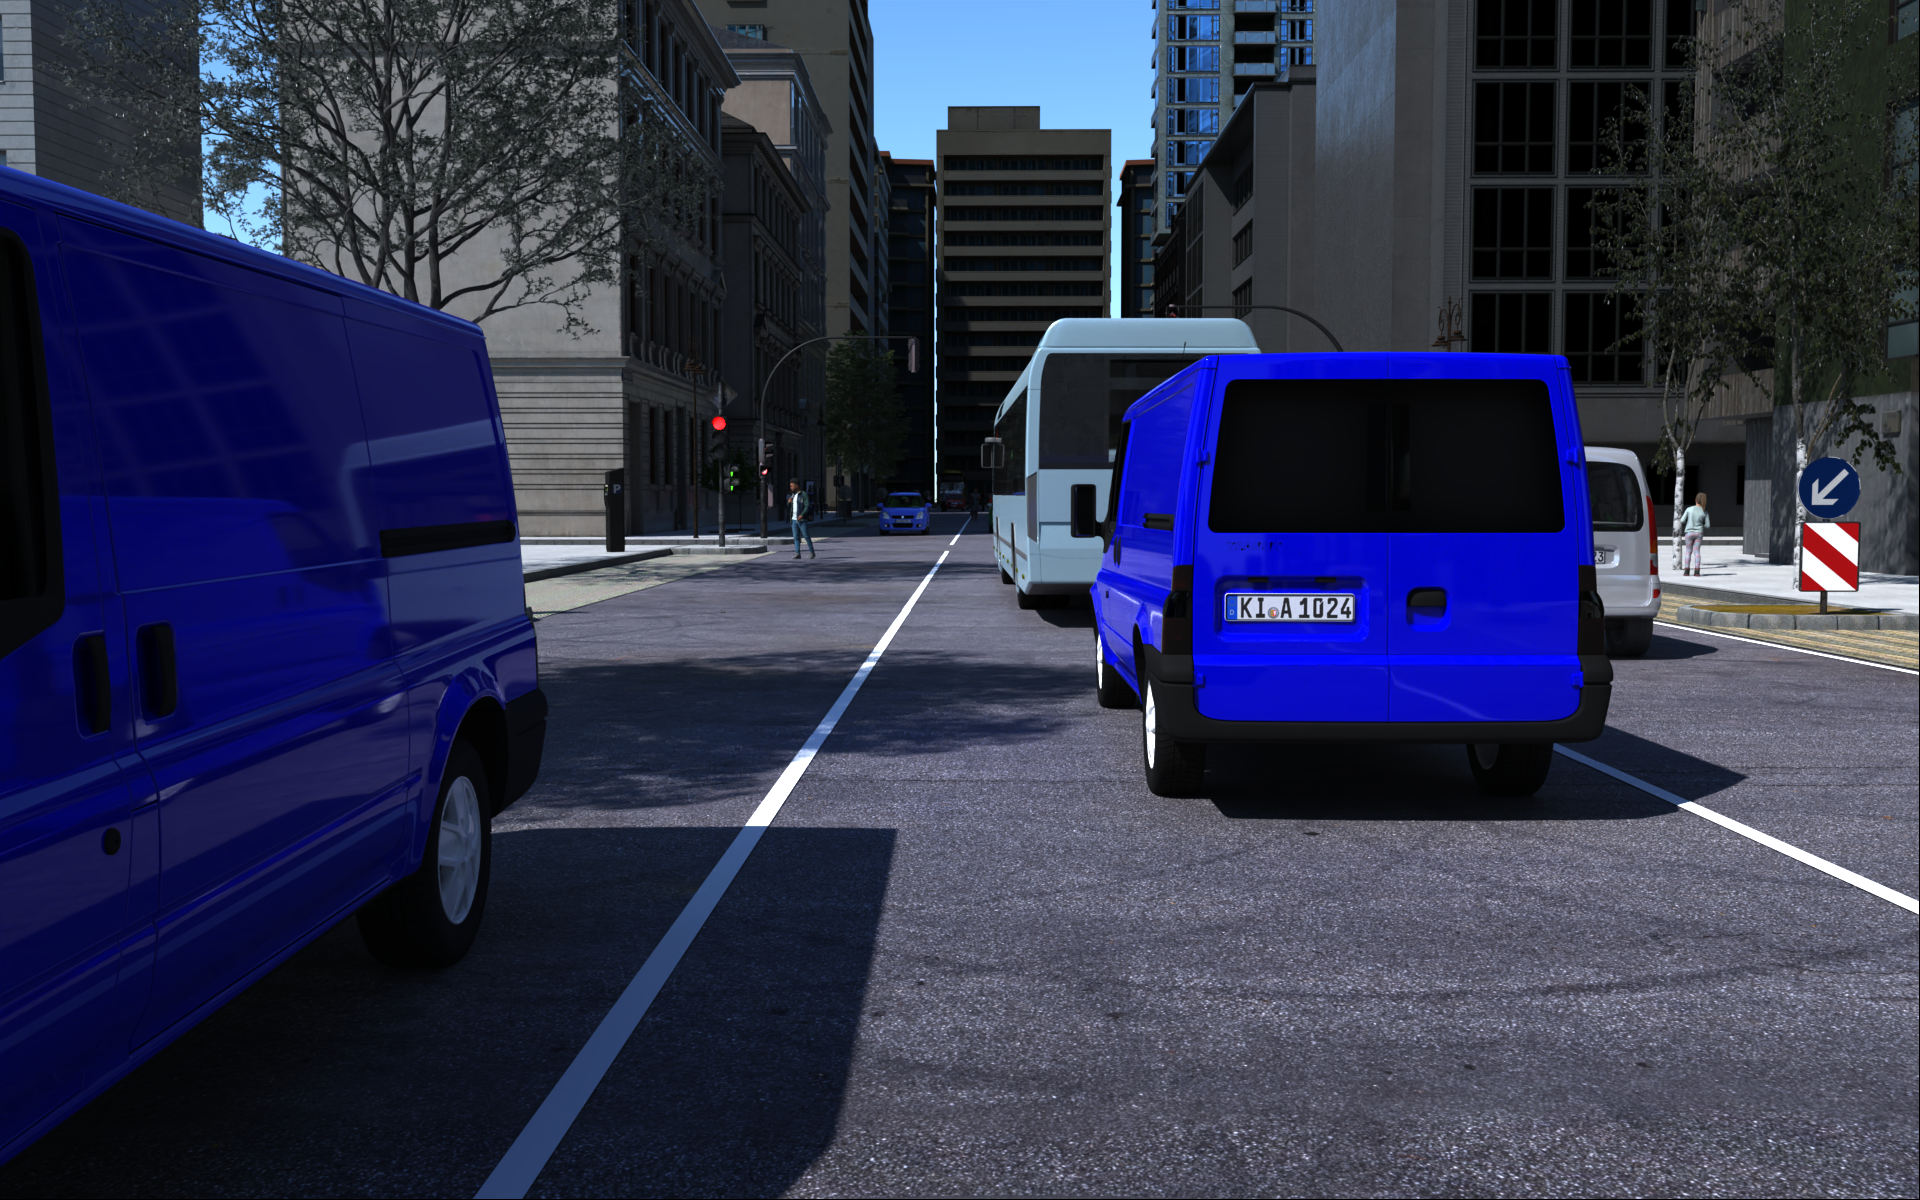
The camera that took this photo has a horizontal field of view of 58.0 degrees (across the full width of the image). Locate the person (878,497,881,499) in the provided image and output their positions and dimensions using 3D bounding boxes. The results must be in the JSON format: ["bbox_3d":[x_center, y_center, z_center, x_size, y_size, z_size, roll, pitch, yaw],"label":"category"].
[{"bbox_3d":[-7.787,-9.827,166.580,0.599,1.838,0.709,0,4,8],"label":"person"}]

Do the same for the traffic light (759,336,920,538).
[{"bbox_3d":[-3.555,-4.607,50.000,4.771,5.953,1.251,0,4,1],"label":"traffic light"}]

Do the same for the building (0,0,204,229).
[{"bbox_3d":[-41.716,-17.039,56.079,29.804,29.767,11.434,0,4,1],"label":"building"}]

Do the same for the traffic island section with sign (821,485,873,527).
[{"bbox_3d":[-4.969,-4.086,75.441,1.989,1.847,2.006,0,4,1],"label":"traffic island section with sign"}]

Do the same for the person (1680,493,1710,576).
[{"bbox_3d":[11.464,-1.024,27.058,0.425,1.301,0.394,0,4,3],"label":"person"}]

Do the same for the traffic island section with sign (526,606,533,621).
[{"bbox_3d":[-5.842,-0.643,19.143,1.989,1.847,2.006,0,4,1],"label":"traffic island section with sign"}]

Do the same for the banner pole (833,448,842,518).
[{"bbox_3d":[-6.652,-6.407,94.779,0.401,3.779,0.863,1,4,22],"label":"banner pole"}]

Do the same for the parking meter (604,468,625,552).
[{"bbox_3d":[-7.649,-1.995,38.330,0.399,1.863,0.255,-2,4,-32],"label":"parking meter"}]

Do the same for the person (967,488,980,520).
[{"bbox_3d":[0.743,-5.202,93.910,0.716,1.782,0.532,0,4,4],"label":"person"}]

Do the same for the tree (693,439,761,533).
[{"bbox_3d":[-7.805,-3.856,57.645,1.663,3.219,1.824,0,3,0],"label":"tree"}]

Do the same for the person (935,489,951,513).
[{"bbox_3d":[-1.268,-7.686,134.159,1.348,1.826,0.705,1,4,23],"label":"person"}]

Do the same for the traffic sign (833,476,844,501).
[{"bbox_3d":[-6.703,-5.732,95.848,0.606,2.300,0.079,0,4,6],"label":"traffic sign"}]

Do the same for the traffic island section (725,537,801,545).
[{"bbox_3d":[-5.688,-1.703,50.132,2.009,0.180,2.903,0,4,1],"label":"traffic island section"}]

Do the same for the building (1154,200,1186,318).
[{"bbox_3d":[20.021,-17.572,116.981,12.332,23.373,15.834,0,4,1],"label":"building"}]

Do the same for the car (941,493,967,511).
[{"bbox_3d":[-0.481,-8.272,144.293,2.155,1.783,4.494,0,4,2],"label":"car"}]

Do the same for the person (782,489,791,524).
[{"bbox_3d":[-7.310,-4.002,74.075,0.523,1.515,0.503,-1,4,-23],"label":"person"}]

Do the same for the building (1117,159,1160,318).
[{"bbox_3d":[33.107,-34.541,219.373,28.867,44.769,22.147,0,4,1],"label":"building"}]

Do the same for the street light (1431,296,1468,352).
[{"bbox_3d":[11.439,-4.149,40.620,0.468,5.910,1.993,0,4,1],"label":"street light"}]

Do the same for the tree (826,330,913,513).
[{"bbox_3d":[-7.207,-12.359,120.202,7.486,12.596,7.792,0,3,0],"label":"tree"}]

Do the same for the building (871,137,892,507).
[{"bbox_3d":[-19.516,-30.082,183.726,23.993,40.220,32.217,0,4,1],"label":"building"}]

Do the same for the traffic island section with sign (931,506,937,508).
[{"bbox_3d":[-3.356,-10.505,180.388,1.989,1.847,2.006,0,4,1],"label":"traffic island section with sign"}]

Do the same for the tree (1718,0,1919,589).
[{"bbox_3d":[11.464,-4.437,22.908,4.360,8.622,3.978,0,3,0],"label":"tree"}]

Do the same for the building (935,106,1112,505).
[{"bbox_3d":[7.829,-36.462,219.851,21.600,48.544,21.300,0,4,1],"label":"building"}]

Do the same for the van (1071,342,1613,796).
[{"bbox_3d":[1.841,-0.337,9.888,2.240,2.365,5.245,0,4,1],"label":"van"}]

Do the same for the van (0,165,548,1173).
[{"bbox_3d":[-2.441,0.046,3.639,2.240,2.365,5.245,0,3,0],"label":"van"}]

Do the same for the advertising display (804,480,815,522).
[{"bbox_3d":[-7.030,-4.621,80.768,0.123,1.923,0.974,1,4,19],"label":"advertising display"}]

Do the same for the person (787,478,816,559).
[{"bbox_3d":[-3.539,-1.794,38.184,0.623,1.781,0.721,2,4,30],"label":"person"}]

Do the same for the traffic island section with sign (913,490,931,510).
[{"bbox_3d":[-3.776,-8.801,152.531,1.989,1.847,2.006,0,4,1],"label":"traffic island section with sign"}]

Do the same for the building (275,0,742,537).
[{"bbox_3d":[-14.884,-13.742,60.833,11.583,22.565,21.152,0,4,1],"label":"building"}]

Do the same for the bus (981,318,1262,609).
[{"bbox_3d":[1.906,-1.828,24.745,2.948,3.499,13.247,0,4,-1],"label":"bus"}]

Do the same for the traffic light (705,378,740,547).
[{"bbox_3d":[-5.771,-3.247,42.012,0.839,4.253,0.868,0,4,1],"label":"traffic light"}]

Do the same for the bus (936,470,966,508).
[{"bbox_3d":[-0.753,-11.586,180.983,2.896,3.916,12.252,0,4,2],"label":"bus"}]

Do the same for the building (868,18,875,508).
[{"bbox_3d":[-15.000,-30.846,154.444,14.600,45.320,14.200,0,4,1],"label":"building"}]

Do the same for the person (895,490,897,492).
[{"bbox_3d":[-6.179,-9.889,168.655,0.541,1.710,0.530,-1,4,-14],"label":"person"}]

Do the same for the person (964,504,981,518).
[{"bbox_3d":[0.738,-5.445,103.023,1.012,1.151,0.738,0,4,6],"label":"person"}]

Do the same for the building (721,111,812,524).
[{"bbox_3d":[-13.196,-13.294,81.978,10.561,19.102,19.286,0,4,1],"label":"building"}]

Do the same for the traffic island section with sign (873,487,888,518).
[{"bbox_3d":[-4.548,-5.735,102.393,1.989,1.847,2.006,0,4,1],"label":"traffic island section with sign"}]

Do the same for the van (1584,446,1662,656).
[{"bbox_3d":[5.276,-0.591,16.678,2.013,2.044,4.112,0,4,2],"label":"van"}]

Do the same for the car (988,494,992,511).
[{"bbox_3d":[3.228,-7.406,129.761,2.281,1.827,5.304,0,4,0],"label":"car"}]

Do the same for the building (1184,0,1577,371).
[{"bbox_3d":[20.833,-16.817,94.023,14.314,24.678,30.058,0,4,1],"label":"building"}]

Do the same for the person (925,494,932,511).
[{"bbox_3d":[-2.572,-8.061,143.490,0.799,1.438,0.628,1,4,17],"label":"person"}]

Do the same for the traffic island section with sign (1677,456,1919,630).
[{"bbox_3d":[9.081,-0.639,19.070,1.989,1.847,2.006,0,4,1],"label":"traffic island section with sign"}]

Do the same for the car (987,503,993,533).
[{"bbox_3d":[1.982,-3.460,65.368,1.959,1.807,4.718,0,4,1],"label":"car"}]

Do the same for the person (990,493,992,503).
[{"bbox_3d":[2.206,-6.224,110.596,0.599,1.781,0.374,0,4,-1],"label":"person"}]

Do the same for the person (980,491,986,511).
[{"bbox_3d":[1.825,-8.209,143.539,0.721,1.723,1.217,2,4,28],"label":"person"}]

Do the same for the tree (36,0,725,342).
[{"bbox_3d":[-8.775,-7.156,27.365,12.009,13.543,11.850,0,3,0],"label":"tree"}]

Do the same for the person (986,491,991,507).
[{"bbox_3d":[3.319,-11.137,191.295,1.217,1.736,0.721,2,4,27],"label":"person"}]

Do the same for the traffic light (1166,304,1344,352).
[{"bbox_3d":[7.296,-4.099,41.686,4.771,5.953,1.251,0,4,1],"label":"traffic light"}]

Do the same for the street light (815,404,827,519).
[{"bbox_3d":[-7.112,-7.099,88.862,0.468,5.910,1.993,0,4,1],"label":"street light"}]

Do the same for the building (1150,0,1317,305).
[{"bbox_3d":[25.559,-51.352,152.278,22.319,86.520,31.000,0,4,1],"label":"building"}]

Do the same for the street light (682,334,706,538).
[{"bbox_3d":[-7.690,-4.739,50.272,0.468,5.910,1.993,0,4,1],"label":"street light"}]

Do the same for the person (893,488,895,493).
[{"bbox_3d":[-6.144,-9.472,160.993,0.705,1.814,1.350,1,4,22],"label":"person"}]

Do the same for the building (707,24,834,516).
[{"bbox_3d":[-14.916,-19.315,101.701,13.634,28.700,20.117,0,4,1],"label":"building"}]

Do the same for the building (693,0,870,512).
[{"bbox_3d":[-18.547,-31.358,136.404,21.300,48.544,21.600,0,4,1],"label":"building"}]

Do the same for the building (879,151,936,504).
[{"bbox_3d":[-17.413,-34.555,219.599,28.867,44.769,22.147,0,4,1],"label":"building"}]

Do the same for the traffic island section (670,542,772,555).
[{"bbox_3d":[-5.811,-1.215,42.148,2.009,0.180,2.903,0,4,1],"label":"traffic island section"}]

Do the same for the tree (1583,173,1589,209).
[{"bbox_3d":[12.358,-4.813,29.057,4.360,8.622,3.978,0,3,0],"label":"tree"}]

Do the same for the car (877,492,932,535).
[{"bbox_3d":[-1.952,-3.166,61.352,1.945,1.707,3.694,0,4,0],"label":"car"}]

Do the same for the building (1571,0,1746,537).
[{"bbox_3d":[27.877,-14.528,56.607,30.058,24.678,14.314,0,4,1],"label":"building"}]

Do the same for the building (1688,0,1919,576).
[{"bbox_3d":[21.990,-15.984,33.044,14.160,30.474,14.107,0,4,1],"label":"building"}]
